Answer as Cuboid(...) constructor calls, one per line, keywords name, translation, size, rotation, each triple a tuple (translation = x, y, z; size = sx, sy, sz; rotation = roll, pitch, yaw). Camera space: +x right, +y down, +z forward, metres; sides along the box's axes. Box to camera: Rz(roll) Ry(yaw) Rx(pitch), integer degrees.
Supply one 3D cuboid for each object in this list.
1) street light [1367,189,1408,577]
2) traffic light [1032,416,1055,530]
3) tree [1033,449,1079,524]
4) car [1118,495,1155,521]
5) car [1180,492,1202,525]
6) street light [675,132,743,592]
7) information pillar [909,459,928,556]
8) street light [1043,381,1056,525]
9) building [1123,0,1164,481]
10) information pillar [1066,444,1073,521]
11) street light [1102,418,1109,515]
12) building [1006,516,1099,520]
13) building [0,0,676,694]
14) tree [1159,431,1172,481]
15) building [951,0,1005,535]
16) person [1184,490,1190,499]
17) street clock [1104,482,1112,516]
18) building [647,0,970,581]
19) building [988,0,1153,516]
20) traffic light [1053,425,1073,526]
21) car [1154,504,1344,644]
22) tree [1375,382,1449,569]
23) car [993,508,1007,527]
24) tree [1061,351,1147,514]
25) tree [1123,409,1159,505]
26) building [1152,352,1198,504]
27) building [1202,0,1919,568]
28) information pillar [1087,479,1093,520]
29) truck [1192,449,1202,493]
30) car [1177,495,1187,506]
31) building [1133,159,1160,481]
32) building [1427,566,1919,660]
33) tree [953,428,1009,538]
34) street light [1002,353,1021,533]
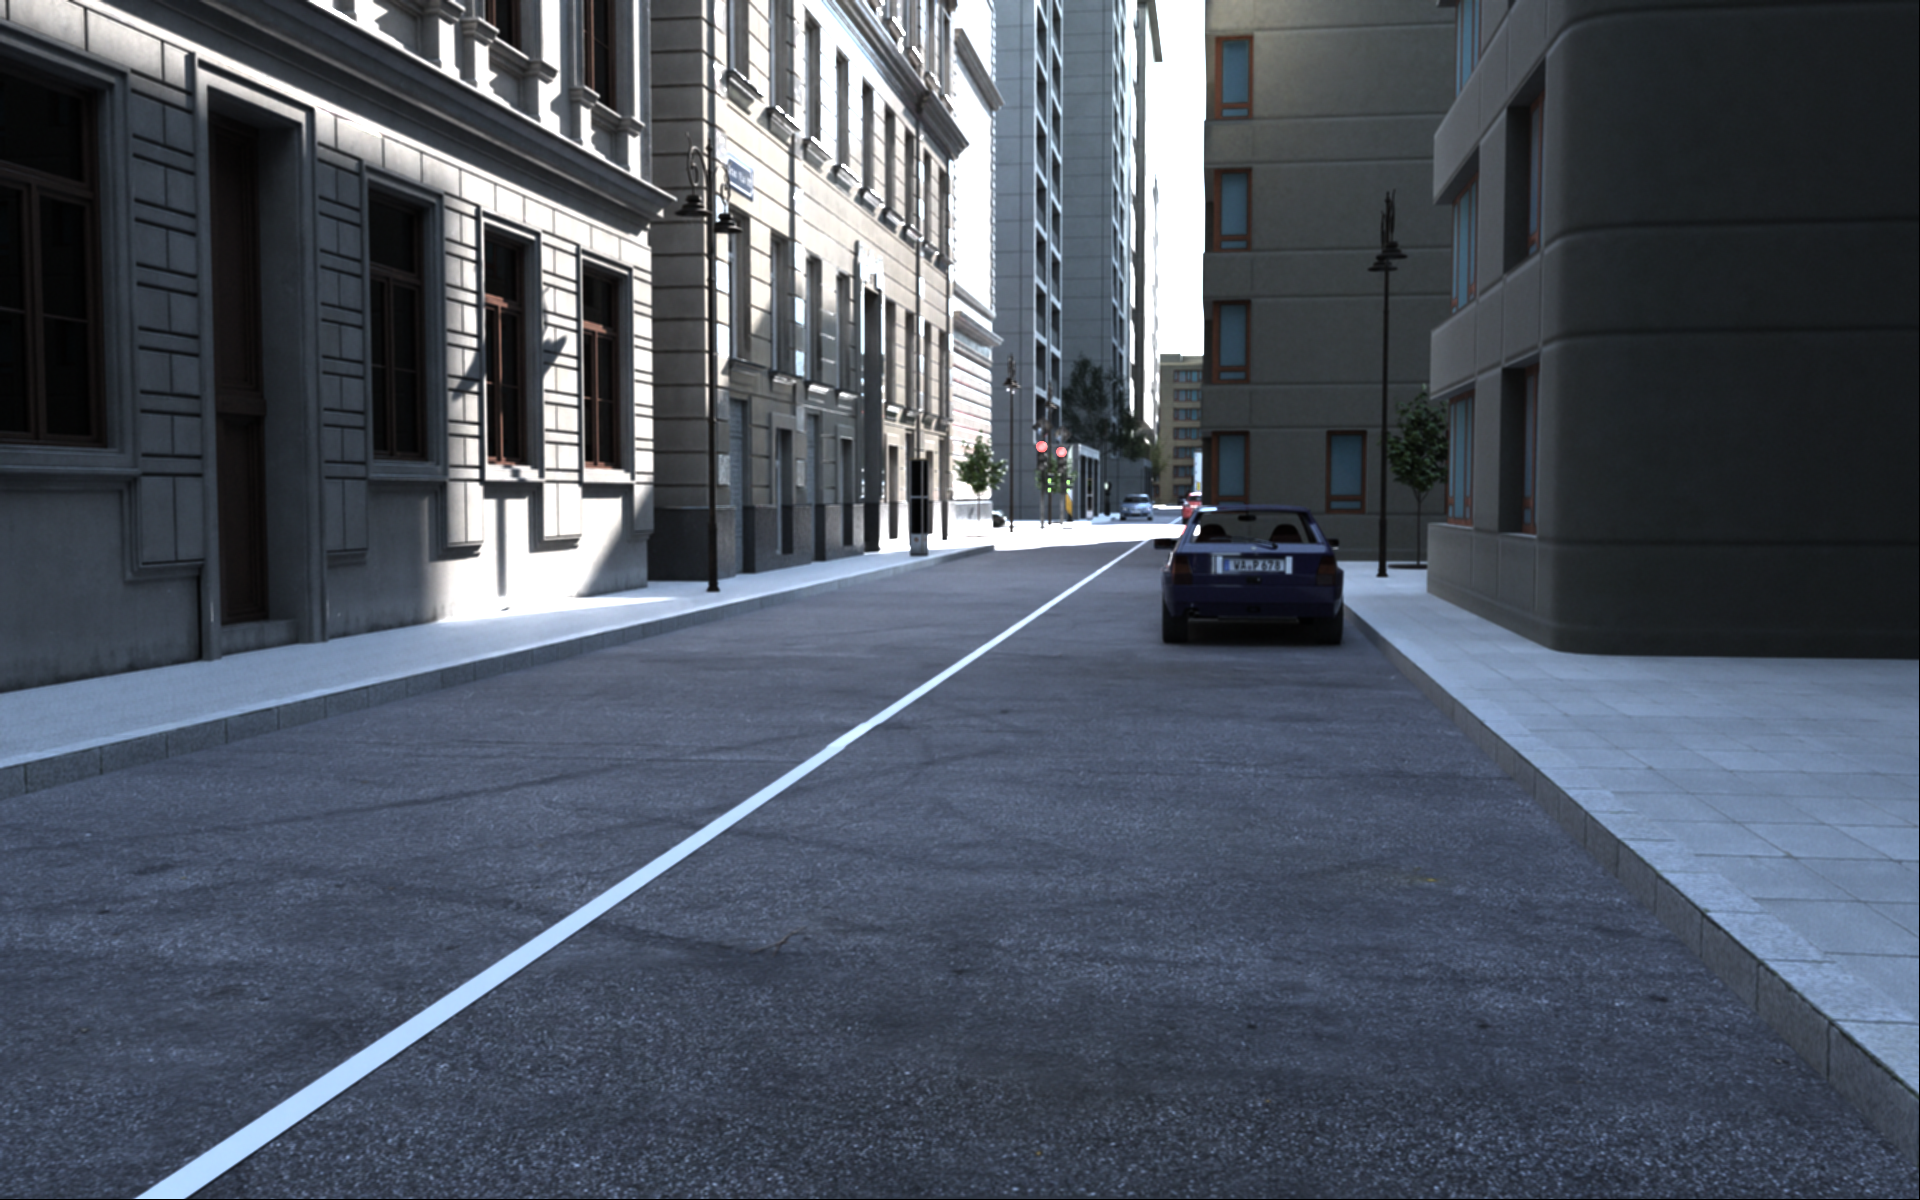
Cuboid(name="street light", translation=(6.538, -3.293, 26.634), size=(0.468, 5.910, 1.993), rotation=(1, 4, 8))
Cuboid(name="traffic light", translation=(2.995, -4.499, 62.483), size=(0.839, 4.253, 0.868), rotation=(1, 4, 8))
Cuboid(name="tree", translation=(3.994, -4.842, 73.776), size=(1.663, 3.219, 1.824), rotation=(0, 3, 0))
Cuboid(name="car", translation=(9.708, -5.082, 95.085), size=(2.014, 1.417, 4.499), rotation=(0, 4, 7))
Cuboid(name="car", translation=(11.558, -4.509, 82.768), size=(2.155, 1.783, 4.494), rotation=(1, 4, 9))
Cuboid(name="street light", translation=(-3.251, -3.049, 22.641), size=(0.468, 5.910, 1.993), rotation=(1, 4, 8))
Cuboid(name="information pillar", translation=(-0.853, -1.929, 36.026), size=(0.304, 2.012, 0.304), rotation=(1, 4, 21))
Cuboid(name="street light", translation=(3.669, -5.989, 70.703), size=(0.468, 5.910, 1.993), rotation=(1, 4, 8))
Cuboid(name="building", translation=(7.029, -36.549, 186.813), size=(28.713, 52.752, 27.495), rotation=(1, 4, 8))
Cuboid(name="information pillar", translation=(5.093, -5.471, 80.797), size=(0.183, 3.616, 0.504), rotation=(2, 4, 32))
Cuboid(name="street light", translation=(8.808, -8.079, 104.883), size=(0.468, 5.910, 1.993), rotation=(1, 4, 8))
Cuboid(name="building", translation=(-2.798, -40.102, 93.919), size=(20.563, 71.187, 20.611), rotation=(1, 4, 8))
Cuboid(name="building", translation=(-10.613, -10.890, 14.209), size=(11.583, 22.565, 21.152), rotation=(1, 4, 8))
Cuboid(name="tree", translation=(22.729, -15.438, 202.770), size=(4.737, 8.622, 4.395), rotation=(0, 3, 0))
Cuboid(name="building", translation=(-8.658, -14.057, 58.717), size=(19.941, 23.489, 11.050), rotation=(1, 4, 8))
Cuboid(name="person", translation=(26.817, -11.929, 203.166), size=(0.705, 1.869, 1.348), rotation=(-3, 5, -43))
Cuboid(name="street clock", translation=(8.637, -5.901, 101.059), size=(0.358, 2.002, 0.471), rotation=(-2, 4, -25))
Cuboid(name="building", translation=(-7.480, -14.687, 37.389), size=(12.463, 27.353, 25.104), rotation=(1, 4, 8))
Cuboid(name="building", translation=(3.832, -42.100, 126.586), size=(20.563, 71.187, 20.611), rotation=(1, 4, 8))
Cuboid(name="traffic light", translation=(4.164, -4.982, 70.383), size=(0.839, 4.253, 0.868), rotation=(1, 4, 8))
Cuboid(name="car", translation=(2.976, -0.328, 17.945), size=(1.945, 1.354, 3.894), rotation=(0, 4, 8))
Cuboid(name="tree", translation=(8.083, -2.160, 29.924), size=(1.663, 3.219, 1.824), rotation=(0, 3, 0))
Cuboid(name="car", translation=(-0.281, -3.541, 67.680), size=(4.222, 1.686, 2.009), rotation=(1, 4, 8))
Cuboid(name="tree", translation=(8.751, -10.929, 113.102), size=(7.601, 10.594, 8.767), rotation=(1, 4, 12))
Cuboid(name="tree", translation=(13.743, -11.733, 142.198), size=(4.737, 8.622, 4.395), rotation=(0, 3, 0))
Cuboid(name="building", translation=(19.759, -24.339, 242.977), size=(28.899, 21.520, 27.650), rotation=(1, 4, 8))
Cuboid(name="building", translation=(20.420, -12.237, 45.110), size=(27.650, 21.520, 28.899), rotation=(1, 4, 8))
Cuboid(name="information pillar", translation=(6.329, -4.888, 84.409), size=(0.304, 2.012, 0.304), rotation=(0, 4, 8))
Cuboid(name="truck", translation=(16.455, -7.553, 112.405), size=(2.839, 4.237, 11.283), rotation=(0, 4, 8))
Cuboid(name="car", translation=(27.986, -12.426, 215.738), size=(1.945, 1.354, 3.894), rotation=(0, 4, 7))
Cuboid(name="building", translation=(17.573, -32.434, 213.887), size=(14.086, 41.232, 14.154), rotation=(1, 4, 8))
Cuboid(name="building", translation=(17.670, -9.827, 5.708), size=(27.650, 21.520, 28.899), rotation=(1, 4, 8))
Cuboid(name="tree", translation=(0.683, -3.454, 51.070), size=(1.663, 3.219, 1.824), rotation=(0, 3, 0))
Cuboid(name="street light", translation=(1.698, -5.144, 56.892), size=(0.468, 5.910, 1.993), rotation=(1, 4, 8))
